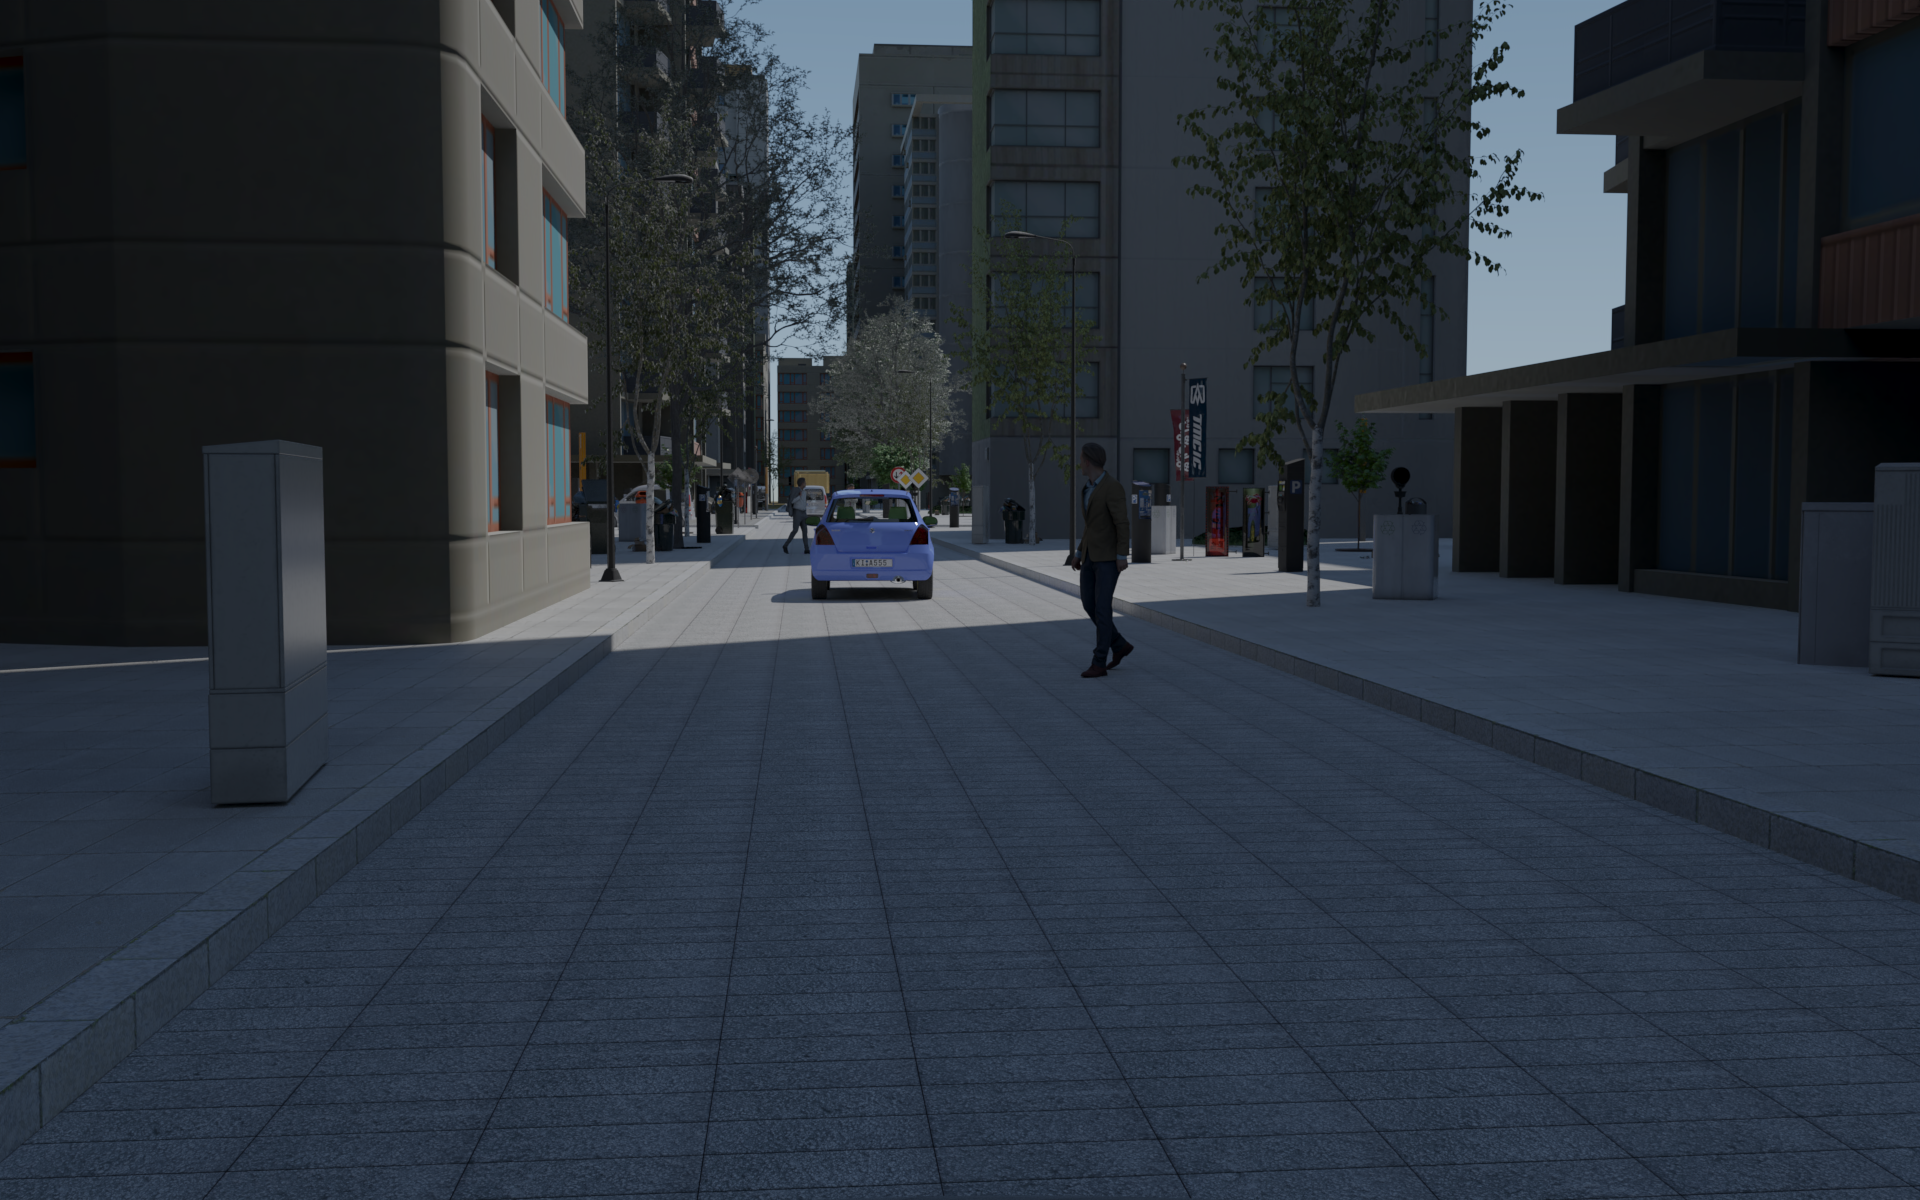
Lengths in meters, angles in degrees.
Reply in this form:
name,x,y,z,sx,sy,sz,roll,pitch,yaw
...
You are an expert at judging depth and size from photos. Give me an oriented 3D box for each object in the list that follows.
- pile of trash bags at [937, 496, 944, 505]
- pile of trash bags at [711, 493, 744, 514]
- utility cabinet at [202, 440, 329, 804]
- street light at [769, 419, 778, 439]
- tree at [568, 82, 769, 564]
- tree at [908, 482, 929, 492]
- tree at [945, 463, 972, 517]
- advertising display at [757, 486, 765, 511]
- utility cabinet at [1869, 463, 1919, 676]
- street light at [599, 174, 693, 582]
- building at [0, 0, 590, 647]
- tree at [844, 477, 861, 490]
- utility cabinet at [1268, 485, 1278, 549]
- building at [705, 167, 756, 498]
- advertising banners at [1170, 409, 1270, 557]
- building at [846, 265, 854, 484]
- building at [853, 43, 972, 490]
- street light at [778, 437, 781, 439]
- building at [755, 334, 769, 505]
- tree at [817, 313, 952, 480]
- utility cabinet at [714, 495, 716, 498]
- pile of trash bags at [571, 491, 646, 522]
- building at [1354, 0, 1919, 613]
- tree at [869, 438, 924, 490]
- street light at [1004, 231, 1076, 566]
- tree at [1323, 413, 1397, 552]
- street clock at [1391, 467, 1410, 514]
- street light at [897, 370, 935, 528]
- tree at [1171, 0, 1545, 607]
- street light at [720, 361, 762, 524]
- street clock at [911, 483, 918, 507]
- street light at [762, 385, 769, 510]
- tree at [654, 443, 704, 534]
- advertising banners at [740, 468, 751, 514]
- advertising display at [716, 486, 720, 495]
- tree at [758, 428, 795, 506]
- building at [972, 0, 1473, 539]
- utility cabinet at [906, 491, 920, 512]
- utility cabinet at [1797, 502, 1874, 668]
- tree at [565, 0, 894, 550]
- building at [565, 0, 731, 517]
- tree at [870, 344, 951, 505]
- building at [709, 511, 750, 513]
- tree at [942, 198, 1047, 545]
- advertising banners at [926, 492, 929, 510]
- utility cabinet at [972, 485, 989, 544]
name,x,y,z,sx,sy,sz,roll,pitch,yaw
pile of trash bags,-0.853,-8.446,147.846,1.912,1.369,3.447,1,4,16
pile of trash bags,-15.408,-6.179,110.786,3.447,1.369,1.912,1,4,16
utility cabinet,-3.038,0.066,7.603,0.318,1.500,1.173,-1,4,-12
street light,-12.186,-8.243,107.317,1.470,5.913,1.316,0,4,-5
tree,-5.652,-4.986,31.883,4.360,8.622,3.978,0,3,0
tree,-3.680,-9.292,146.531,1.663,3.219,1.824,0,3,0
tree,0.243,-6.339,98.242,1.663,3.219,1.824,0,3,0
advertising display,-15.577,-7.929,134.854,0.974,1.923,0.123,-2,4,-32
utility cabinet,6.946,-0.198,11.908,1.173,1.500,0.318,2,4,34
street light,-4.577,-3.226,25.283,1.470,5.913,1.316,0,4,-5
building,-17.493,-9.930,7.397,27.650,21.520,28.899,0,4,-5
tree,-10.625,-10.734,170.094,1.663,3.219,1.824,0,3,0
utility cabinet,7.391,-1.900,39.740,0.318,1.500,1.173,-1,4,-9
building,-25.601,-23.455,155.198,14.160,30.474,14.107,0,4,-5
advertising banners,5.296,-2.399,35.416,2.074,3.025,0.090,1,4,22
building,-7.238,-27.233,216.955,14.160,30.474,14.107,0,4,-5
building,-0.394,-34.313,184.717,21.300,48.544,21.600,0,4,-5
street light,-15.360,-10.366,142.027,1.470,5.913,1.316,0,4,-5
building,-37.860,-22.221,208.348,28.899,21.520,27.650,0,4,-5
tree,-5.123,-13.037,119.811,9.857,13.997,8.962,0,3,0
utility cabinet,-20.285,-8.282,146.579,1.020,1.237,0.306,1,4,15
pile of trash bags,-11.305,-2.715,54.136,3.447,1.369,1.912,-1,4,-11
building,18.880,-22.086,15.731,22.147,44.769,28.867,0,4,-5
tree,-3.478,-6.885,96.278,4.285,4.588,4.351,0,3,0
street light,1.479,-3.566,30.850,1.470,5.913,1.316,0,4,-5
tree,8.986,-2.693,38.632,1.663,3.219,1.824,0,3,0
street clock,11.795,-2.560,46.420,0.471,2.002,0.358,0,4,-3
street light,-1.641,-5.654,64.984,1.470,5.913,1.316,0,4,-5
tree,4.223,-4.241,19.697,4.737,8.622,4.395,0,3,0
street light,-7.717,-5.348,59.978,1.470,5.913,1.316,0,4,-5
street clock,-2.091,-4.646,80.531,0.358,2.002,0.471,-2,4,-23
street light,-8.957,-6.160,73.257,1.470,5.913,1.316,0,4,-5
tree,-9.200,-3.766,56.182,1.663,3.219,1.824,0,3,0
advertising banners,-14.113,-7.211,114.086,0.090,3.025,2.074,1,4,14
advertising display,-20.091,-8.573,145.375,0.974,1.923,0.123,3,4,36
tree,-20.667,-14.829,192.819,4.737,8.622,4.395,0,3,0
building,7.208,-22.727,55.177,14.154,41.232,14.086,0,4,-5
utility cabinet,-3.389,-6.996,123.063,1.173,1.500,0.318,2,4,35
utility cabinet,6.818,-0.104,12.865,1.020,1.237,0.306,2,4,34
tree,-6.579,-7.934,40.091,12.009,13.543,11.850,0,3,0
building,-23.368,-26.559,88.860,22.147,44.769,28.867,0,4,-5
tree,-2.246,-8.183,84.147,4.360,8.622,3.978,0,3,0
building,-31.479,-26.461,124.516,32.217,40.220,23.993,0,4,-5
tree,1.728,-5.662,42.944,4.737,8.622,4.395,0,3,0
advertising banners,-2.549,-8.832,140.584,0.090,3.025,2.074,1,4,9
utility cabinet,0.515,-2.203,44.705,0.318,1.500,1.173,1,4,8
